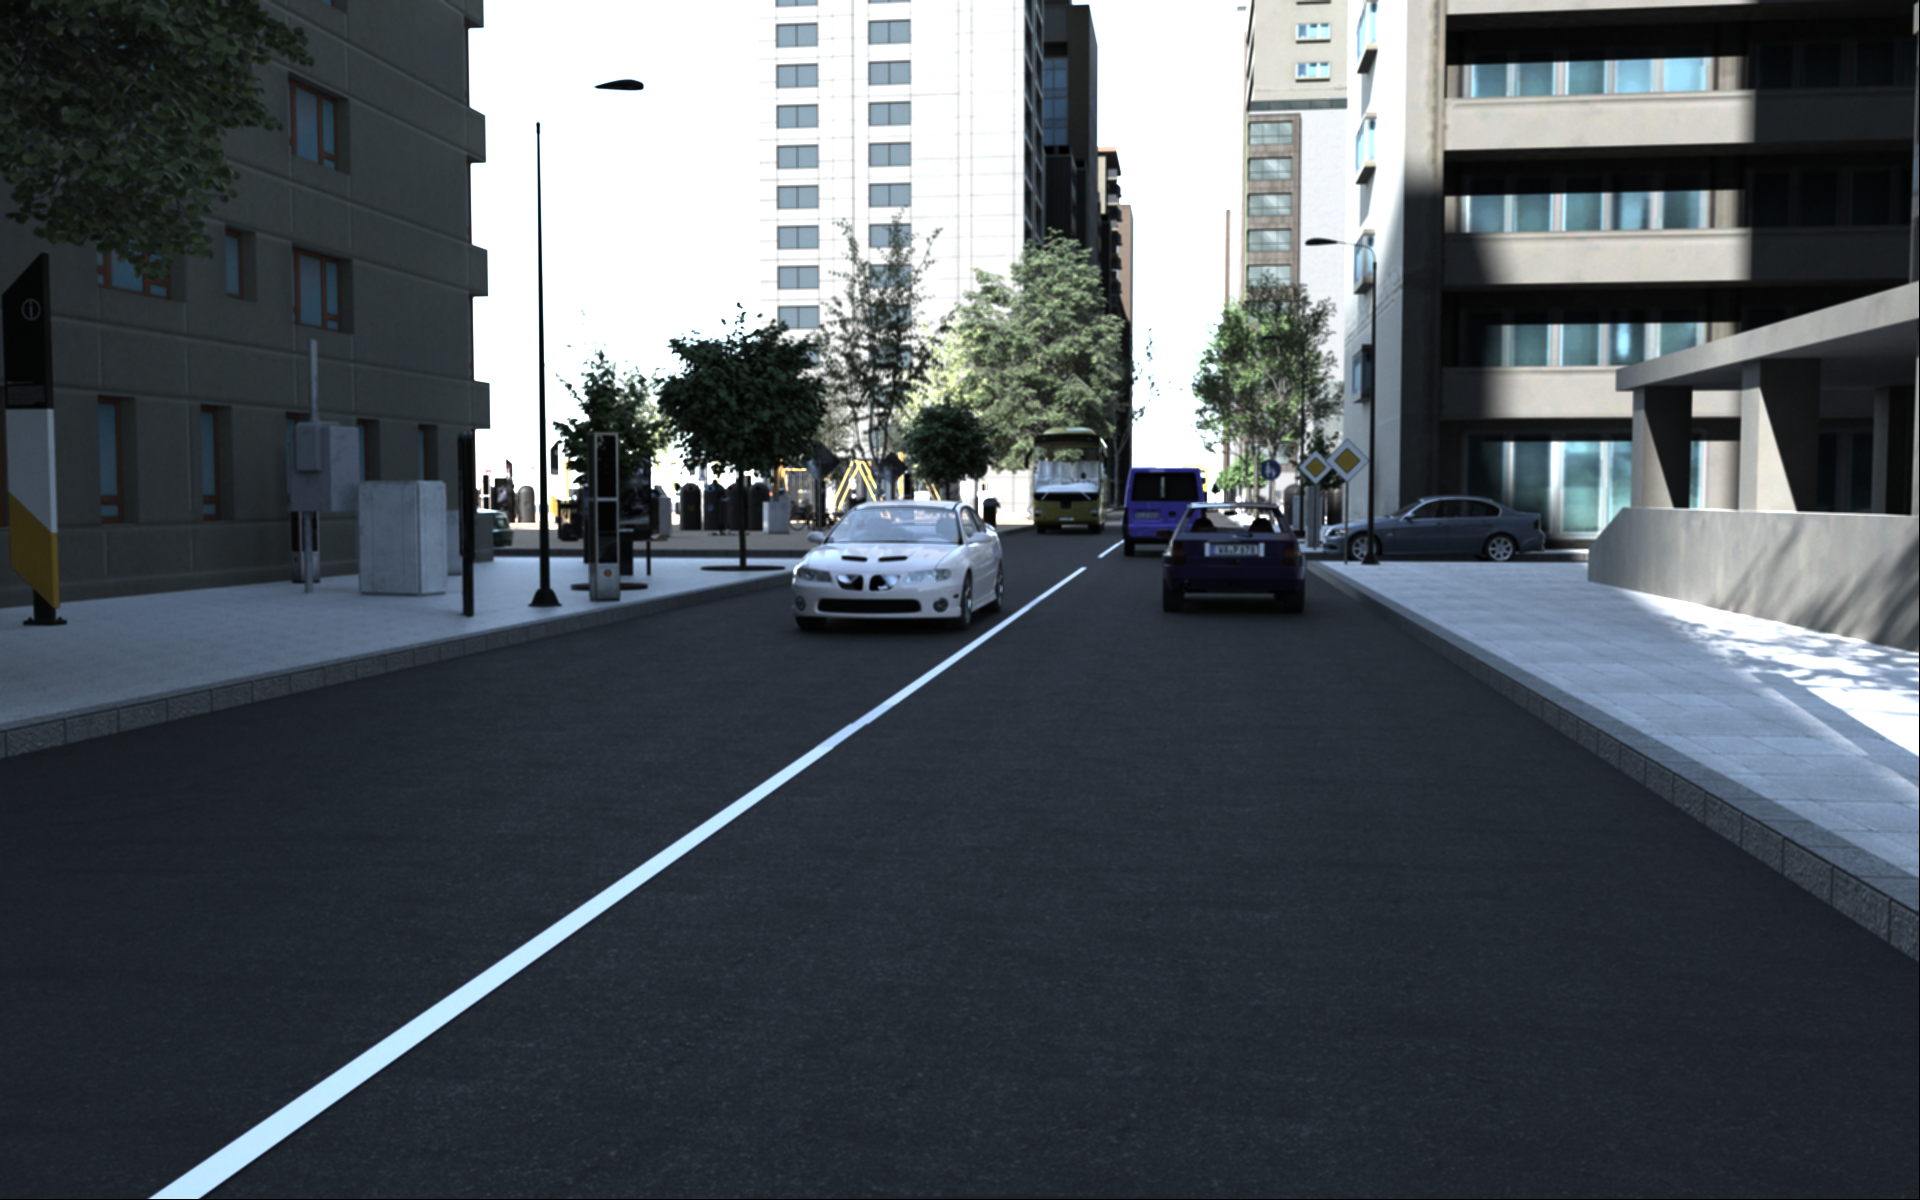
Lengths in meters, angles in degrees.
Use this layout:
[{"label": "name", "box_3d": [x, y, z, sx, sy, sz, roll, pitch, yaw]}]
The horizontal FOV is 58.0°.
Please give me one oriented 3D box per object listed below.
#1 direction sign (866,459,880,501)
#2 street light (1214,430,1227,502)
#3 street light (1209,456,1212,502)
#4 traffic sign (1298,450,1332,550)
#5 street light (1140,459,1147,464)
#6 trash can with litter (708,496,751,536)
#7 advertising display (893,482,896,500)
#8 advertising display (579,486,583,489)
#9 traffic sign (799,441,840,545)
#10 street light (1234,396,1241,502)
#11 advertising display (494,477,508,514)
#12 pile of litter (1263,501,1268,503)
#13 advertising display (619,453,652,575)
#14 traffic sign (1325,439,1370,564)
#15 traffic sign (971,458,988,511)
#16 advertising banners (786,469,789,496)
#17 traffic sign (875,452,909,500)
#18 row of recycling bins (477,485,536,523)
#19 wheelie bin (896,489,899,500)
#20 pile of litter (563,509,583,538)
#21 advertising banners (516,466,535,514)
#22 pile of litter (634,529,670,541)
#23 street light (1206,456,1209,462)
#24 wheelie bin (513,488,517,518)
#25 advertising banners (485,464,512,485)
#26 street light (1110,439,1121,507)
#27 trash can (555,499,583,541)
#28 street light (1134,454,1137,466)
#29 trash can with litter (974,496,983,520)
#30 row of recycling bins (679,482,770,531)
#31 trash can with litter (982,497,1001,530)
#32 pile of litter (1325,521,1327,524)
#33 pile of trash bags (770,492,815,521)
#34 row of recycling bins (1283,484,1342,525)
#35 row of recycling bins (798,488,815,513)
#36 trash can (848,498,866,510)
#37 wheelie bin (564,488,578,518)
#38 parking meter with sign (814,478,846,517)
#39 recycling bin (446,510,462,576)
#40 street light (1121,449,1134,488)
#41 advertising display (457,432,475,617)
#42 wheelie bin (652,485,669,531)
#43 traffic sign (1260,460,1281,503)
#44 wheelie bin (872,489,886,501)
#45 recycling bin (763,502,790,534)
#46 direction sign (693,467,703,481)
[{"label": "direction sign", "box_3d": [-5.641, -7.362, 112.363, 0.876, 3.537, 0.379, 0, 4, 8]}, {"label": "street light", "box_3d": [19.478, -9.394, 126.129, 1.470, 5.913, 1.316, 0, 4, 8]}, {"label": "street light", "box_3d": [23.581, -11.283, 157.017, 1.470, 5.913, 1.316, 0, 4, 8]}, {"label": "traffic sign", "box_3d": [8.100, -2.192, 39.490, 0.795, 2.450, 0.064, 0, 4, 8]}, {"label": "street light", "box_3d": [23.698, -15.750, 230.057, 1.470, 5.913, 1.316, 0, 4, 8]}, {"label": "trash can with litter", "box_3d": [-7.102, -2.641, 54.237, 1.678, 1.210, 2.233, 1, 4, 20]}, {"label": "advertising display", "box_3d": [-3.043, -4.581, 80.107, 0.123, 1.923, 0.974, 0, 4, 1]}, {"label": "advertising display", "box_3d": [-18.552, -4.952, 86.185, 0.974, 1.923, 0.123, 2, 4, 29]}, {"label": "traffic sign", "box_3d": [-2.660, -1.788, 32.882, 0.795, 2.450, 0.064, 0, 4, 8]}, {"label": "street light", "box_3d": [13.610, -6.701, 82.104, 1.470, 5.913, 1.316, 0, 4, 8]}, {"label": "advertising display", "box_3d": [-17.796, -3.787, 67.127, 0.123, 1.923, 0.974, 1, 4, 9]}, {"label": "pile of litter", "box_3d": [18.912, -5.679, 106.814, 1.719, 0.858, 1.176, 1, 4, 10]}, {"label": "advertising display", "box_3d": [-5.349, -1.351, 27.297, 0.974, 1.923, 0.123, -1, 4, -15]}, {"label": "traffic sign", "box_3d": [7.046, -1.708, 31.574, 0.795, 2.450, 0.064, 0, 4, 8]}, {"label": "traffic sign", "box_3d": [0.540, -3.525, 57.732, 0.768, 2.556, 0.104, 1, 4, 14]}, {"label": "advertising banners", "box_3d": [-7.577, -4.893, 76.195, 0.090, 3.025, 2.074, 0, 4, -4]}, {"label": "traffic sign", "box_3d": [-1.606, -2.273, 40.798, 0.795, 2.450, 0.064, 0, 4, 8]}, {"label": "row of recycling bins", "box_3d": [-20.329, -4.225, 76.189, 3.534, 1.692, 1.069, 1, 4, 13]}, {"label": "wheelie bin", "box_3d": [-3.500, -5.869, 103.859, 0.980, 1.594, 0.693, 0, 4, -7]}, {"label": "pile of litter", "box_3d": [-10.885, -2.213, 50.147, 1.176, 0.858, 1.719, 3, 5, 44]}, {"label": "advertising banners", "box_3d": [-27.093, -6.835, 107.937, 2.074, 3.025, 0.090, 3, 5, 39]}, {"label": "pile of litter", "box_3d": [-8.613, -2.078, 47.936, 1.176, 0.858, 1.719, 0, 4, 5]}, {"label": "street light", "box_3d": [30.621, -14.540, 210.275, 1.470, 5.913, 1.316, 0, 4, 8]}, {"label": "wheelie bin", "box_3d": [-23.919, -5.123, 91.671, 0.980, 1.594, 0.693, -3, 5, -44]}, {"label": "advertising banners", "box_3d": [-26.880, -6.425, 101.236, 0.090, 3.025, 2.074, 2, 4, 27]}, {"label": "street light", "box_3d": [12.708, -10.683, 147.202, 1.470, 5.913, 1.316, 0, 4, 8]}, {"label": "trash can", "box_3d": [-10.679, -2.181, 47.309, 0.748, 1.137, 0.748, 0, 3, 0]}, {"label": "street light", "box_3d": [19.641, -13.845, 198.903, 1.470, 5.913, 1.316, 0, 4, 8]}, {"label": "trash can with litter", "box_3d": [0.861, -4.590, 86.105, 1.678, 1.210, 2.233, -1, 4, -21]}, {"label": "row of recycling bins", "box_3d": [-8.335, -3.317, 61.344, 3.534, 1.692, 1.069, 1, 4, 20]}, {"label": "trash can with litter", "box_3d": [1.049, -3.043, 61.138, 0.624, 1.170, 1.055, 1, 4, 11]}, {"label": "pile of litter", "box_3d": [16.342, -3.718, 74.750, 1.719, 0.858, 1.176, -1, 4, -14]}, {"label": "pile of trash bags", "box_3d": [-8.579, -4.558, 84.281, 1.912, 1.369, 3.447, -3, 5, -41]}, {"label": "row of recycling bins", "box_3d": [15.090, -3.927, 71.315, 3.534, 1.692, 1.069, -1, 4, -9]}, {"label": "row of recycling bins", "box_3d": [-9.873, -6.601, 115.043, 1.069, 1.692, 3.534, -2, 4, -24]}, {"label": "trash can", "box_3d": [-4.004, -3.416, 67.497, 0.748, 1.137, 0.748, 0, 3, 0]}, {"label": "wheelie bin", "box_3d": [-20.207, -5.041, 90.324, 0.980, 1.594, 0.693, 3, 5, 39]}, {"label": "parking meter with sign", "box_3d": [-7.147, -6.060, 95.336, 1.738, 3.016, 0.543, 0, 4, -6]}, {"label": "recycling bin", "box_3d": [-8.335, -0.910, 27.427, 0.722, 1.027, 0.722, -2, 4, -32]}, {"label": "street light", "box_3d": [16.920, -12.586, 178.320, 1.470, 5.913, 1.316, 0, 4, 8]}, {"label": "advertising display", "box_3d": [-5.262, -0.811, 18.467, 0.123, 1.923, 0.974, -1, 4, -18]}, {"label": "wheelie bin", "box_3d": [-10.271, -3.111, 58.770, 0.693, 1.594, 0.980, 1, 4, 12]}, {"label": "traffic sign", "box_3d": [11.467, -3.907, 63.985, 0.768, 2.556, 0.104, 1, 4, 15]}, {"label": "wheelie bin", "box_3d": [-5.417, -6.659, 116.777, 0.980, 1.594, 0.693, -3, 4, -36]}, {"label": "recycling bin", "box_3d": [-5.945, -2.657, 55.996, 0.722, 1.027, 0.722, -1, 4, -20]}, {"label": "direction sign", "box_3d": [-16.154, -7.028, 106.907, 0.876, 3.537, 0.379, 3, 4, 36]}]
